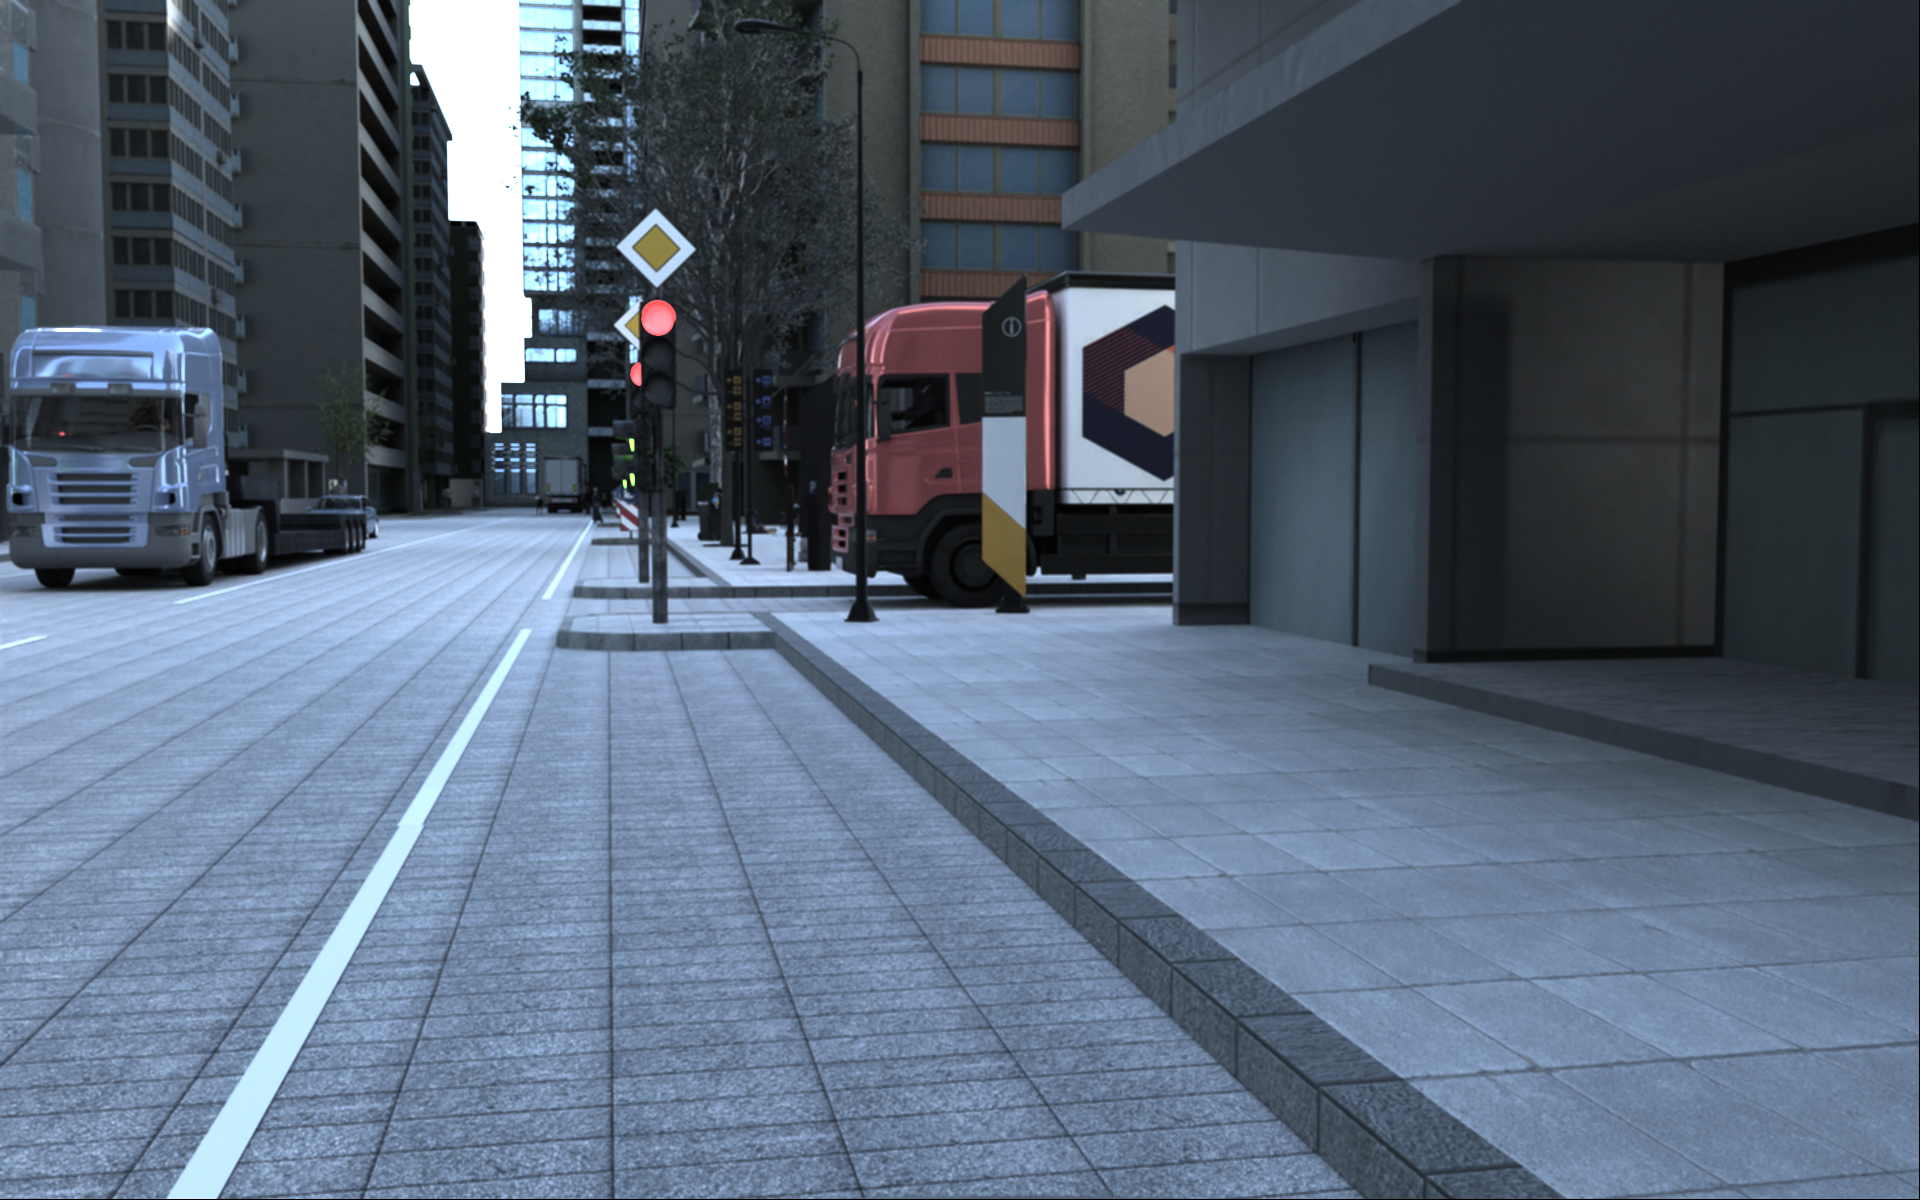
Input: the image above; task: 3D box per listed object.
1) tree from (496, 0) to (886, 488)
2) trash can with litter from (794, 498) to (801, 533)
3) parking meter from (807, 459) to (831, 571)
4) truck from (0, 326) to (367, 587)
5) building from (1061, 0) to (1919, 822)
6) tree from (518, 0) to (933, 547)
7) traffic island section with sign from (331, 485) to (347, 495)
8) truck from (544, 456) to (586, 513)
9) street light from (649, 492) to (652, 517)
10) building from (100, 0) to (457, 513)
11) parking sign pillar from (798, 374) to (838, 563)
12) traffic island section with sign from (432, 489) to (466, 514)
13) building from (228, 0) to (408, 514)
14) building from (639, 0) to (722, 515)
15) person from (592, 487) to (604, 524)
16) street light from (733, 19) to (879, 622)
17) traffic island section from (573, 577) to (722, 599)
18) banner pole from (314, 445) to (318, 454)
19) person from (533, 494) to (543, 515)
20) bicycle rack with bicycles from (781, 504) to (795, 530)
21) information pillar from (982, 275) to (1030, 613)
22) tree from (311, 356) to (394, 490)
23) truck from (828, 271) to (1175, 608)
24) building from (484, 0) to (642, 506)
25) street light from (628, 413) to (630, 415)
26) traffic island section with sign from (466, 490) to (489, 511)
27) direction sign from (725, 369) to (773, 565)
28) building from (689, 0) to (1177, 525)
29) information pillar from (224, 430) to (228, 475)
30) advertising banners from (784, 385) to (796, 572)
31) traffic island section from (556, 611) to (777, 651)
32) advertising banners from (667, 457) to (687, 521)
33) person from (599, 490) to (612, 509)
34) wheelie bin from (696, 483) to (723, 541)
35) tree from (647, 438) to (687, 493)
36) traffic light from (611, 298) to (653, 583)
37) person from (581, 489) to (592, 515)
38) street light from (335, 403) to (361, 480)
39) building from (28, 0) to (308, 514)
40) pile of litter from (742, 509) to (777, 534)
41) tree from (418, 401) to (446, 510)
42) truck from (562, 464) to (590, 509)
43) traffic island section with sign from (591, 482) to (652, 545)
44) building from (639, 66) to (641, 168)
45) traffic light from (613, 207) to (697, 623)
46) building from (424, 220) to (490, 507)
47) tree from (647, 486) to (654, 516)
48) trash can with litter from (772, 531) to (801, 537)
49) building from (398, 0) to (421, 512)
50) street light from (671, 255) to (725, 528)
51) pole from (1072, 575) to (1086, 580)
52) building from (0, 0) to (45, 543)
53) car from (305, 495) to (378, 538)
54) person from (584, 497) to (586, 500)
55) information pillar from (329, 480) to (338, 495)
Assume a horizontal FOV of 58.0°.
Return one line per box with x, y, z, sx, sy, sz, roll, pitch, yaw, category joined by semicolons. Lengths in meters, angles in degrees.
-8.931;-12.327;57.434;12.611;20.169;13.585;0;3;0;tree
-5.015;-2.778;56.805;0.624;1.170;1.055;2;4;23;trash can with litter
-2.365;-1.425;29.013;0.255;1.863;0.399;-3;4;-38;parking meter
-14.213;-2.684;33.637;2.967;4.110;18.799;-1;4;-11;truck
15.379;-25.470;5.666;28.713;52.752;27.495;-1;4;-11;building
-5.604;-8.056;42.091;12.009;13.543;11.850;0;3;0;tree
-26.354;-3.969;73.521;1.989;1.847;2.006;-1;4;-11;traffic island section with sign
-30.621;-8.899;134.407;2.839;4.237;11.283;-1;4;-10;truck
-11.489;-5.732;66.266;1.470;5.913;1.316;-1;4;-11;street light
-57.452;-28.181;152.633;23.993;40.220;32.217;-1;4;-11;building
-2.373;-2.721;32.956;1.447;3.967;1.447;0;4;0;parking sign pillar
-36.435;-7.006;123.175;1.989;1.847;2.006;-1;4;-11;traffic island section with sign
-45.882;-29.374;103.969;21.300;48.544;21.600;-1;4;-11;building
-10.472;-30.145;116.568;21.300;48.544;21.600;-1;4;-11;building
-17.537;-4.568;83.613;0.576;1.772;0.534;2;4;35;person
-1.524;-2.733;17.226;1.470;5.913;1.316;-1;4;-11;street light
-4.554;-0.172;25.088;2.009;0.180;2.903;-1;4;-11;traffic island section
-32.629;-5.981;87.814;0.401;3.779;0.863;-1;4;-8;banner pole
-29.422;-6.665;120.661;0.799;1.438;0.628;0;4;3;person
-5.475;-3.061;63.434;2.852;0.926;2.925;-1;4;-8;bicycle rack with bicycles
0.491;-1.669;18.648;0.504;3.616;0.183;1;4;13;information pillar
-33.094;-8.761;93.600;4.737;8.622;4.395;0;3;0;tree
3.266;-2.112;23.443;11.283;4.237;2.839;-1;4;-13;truck
-36.208;-53.701;190.679;31.000;86.520;22.319;-1;4;-11;building
-18.198;-7.728;98.890;1.470;5.913;1.316;-1;4;-11;street light
-41.792;-8.622;149.595;1.989;1.847;2.006;-1;4;-11;traffic island section with sign
-3.838;-2.418;31.538;0.876;3.537;0.379;0;4;6;direction sign
-1.138;-26.054;80.606;22.147;44.769;28.867;-1;4;-11;building
-25.370;-4.185;59.782;0.183;3.616;0.504;0;4;-6;information pillar
-2.848;-1.997;28.837;0.090;3.025;2.074;0;4;-2;advertising banners
-2.965;0.307;17.262;2.009;0.180;2.903;-1;4;-11;traffic island section
-13.545;-5.298;82.808;0.090;3.025;2.074;1;4;15;advertising banners
-31.996;-9.018;156.041;1.348;1.812;0.705;1;4;12;person
-6.838;-2.439;47.779;0.693;1.594;0.980;-3;5;-42;wheelie bin
-16.759;-6.865;95.954;4.285;4.588;4.351;0;3;0;tree
-4.595;-2.205;24.966;0.839;4.253;0.868;-1;4;-11;traffic light
-26.088;-6.913;121.543;0.705;1.822;1.348;3;4;37;person
-31.339;-7.104;88.696;1.470;5.913;1.316;-1;4;-11;street light
-42.985;-23.004;67.993;32.217;40.220;23.993;-1;4;-11;building
-6.528;-2.589;56.291;1.176;0.858;1.719;0;4;-3;pile of litter
-42.524;-11.347;135.888;4.360;8.622;3.978;0;3;0;tree
-36.727;-10.731;164.360;2.839;4.237;11.283;-1;4;-11;truck
-9.496;-2.492;49.374;1.989;1.847;2.006;-1;4;-11;traffic island section with sign
-15.343;-36.628;140.868;21.231;58.520;28.212;-1;4;-11;building
-3.006;-1.726;17.140;0.839;4.253;0.868;-1;4;-11;traffic light
-57.346;-25.166;183.158;14.107;30.474;14.160;-1;4;-11;building
-18.182;-6.552;101.730;1.663;3.219;1.824;0;3;0;tree
-4.735;-2.535;52.510;2.233;1.210;1.678;3;5;41;trash can with litter
-46.624;-26.856;122.697;14.154;41.232;14.086;-1;4;-11;building
-4.876;-3.736;33.623;1.470;5.913;1.316;-1;4;-11;street light
1.786;-1.961;25.907;0.158;3.312;0.155;0;3;0;pole
-33.131;-25.335;33.844;23.786;49.044;30.456;-1;4;-11;building
-19.642;-2.631;55.025;2.014;1.417;4.499;-1;4;-10;car
-33.212;-8.910;154.180;0.705;1.824;1.348;-2;4;-29;person
-31.639;-5.077;87.502;0.304;2.012;0.304;1;4;22;information pillar
